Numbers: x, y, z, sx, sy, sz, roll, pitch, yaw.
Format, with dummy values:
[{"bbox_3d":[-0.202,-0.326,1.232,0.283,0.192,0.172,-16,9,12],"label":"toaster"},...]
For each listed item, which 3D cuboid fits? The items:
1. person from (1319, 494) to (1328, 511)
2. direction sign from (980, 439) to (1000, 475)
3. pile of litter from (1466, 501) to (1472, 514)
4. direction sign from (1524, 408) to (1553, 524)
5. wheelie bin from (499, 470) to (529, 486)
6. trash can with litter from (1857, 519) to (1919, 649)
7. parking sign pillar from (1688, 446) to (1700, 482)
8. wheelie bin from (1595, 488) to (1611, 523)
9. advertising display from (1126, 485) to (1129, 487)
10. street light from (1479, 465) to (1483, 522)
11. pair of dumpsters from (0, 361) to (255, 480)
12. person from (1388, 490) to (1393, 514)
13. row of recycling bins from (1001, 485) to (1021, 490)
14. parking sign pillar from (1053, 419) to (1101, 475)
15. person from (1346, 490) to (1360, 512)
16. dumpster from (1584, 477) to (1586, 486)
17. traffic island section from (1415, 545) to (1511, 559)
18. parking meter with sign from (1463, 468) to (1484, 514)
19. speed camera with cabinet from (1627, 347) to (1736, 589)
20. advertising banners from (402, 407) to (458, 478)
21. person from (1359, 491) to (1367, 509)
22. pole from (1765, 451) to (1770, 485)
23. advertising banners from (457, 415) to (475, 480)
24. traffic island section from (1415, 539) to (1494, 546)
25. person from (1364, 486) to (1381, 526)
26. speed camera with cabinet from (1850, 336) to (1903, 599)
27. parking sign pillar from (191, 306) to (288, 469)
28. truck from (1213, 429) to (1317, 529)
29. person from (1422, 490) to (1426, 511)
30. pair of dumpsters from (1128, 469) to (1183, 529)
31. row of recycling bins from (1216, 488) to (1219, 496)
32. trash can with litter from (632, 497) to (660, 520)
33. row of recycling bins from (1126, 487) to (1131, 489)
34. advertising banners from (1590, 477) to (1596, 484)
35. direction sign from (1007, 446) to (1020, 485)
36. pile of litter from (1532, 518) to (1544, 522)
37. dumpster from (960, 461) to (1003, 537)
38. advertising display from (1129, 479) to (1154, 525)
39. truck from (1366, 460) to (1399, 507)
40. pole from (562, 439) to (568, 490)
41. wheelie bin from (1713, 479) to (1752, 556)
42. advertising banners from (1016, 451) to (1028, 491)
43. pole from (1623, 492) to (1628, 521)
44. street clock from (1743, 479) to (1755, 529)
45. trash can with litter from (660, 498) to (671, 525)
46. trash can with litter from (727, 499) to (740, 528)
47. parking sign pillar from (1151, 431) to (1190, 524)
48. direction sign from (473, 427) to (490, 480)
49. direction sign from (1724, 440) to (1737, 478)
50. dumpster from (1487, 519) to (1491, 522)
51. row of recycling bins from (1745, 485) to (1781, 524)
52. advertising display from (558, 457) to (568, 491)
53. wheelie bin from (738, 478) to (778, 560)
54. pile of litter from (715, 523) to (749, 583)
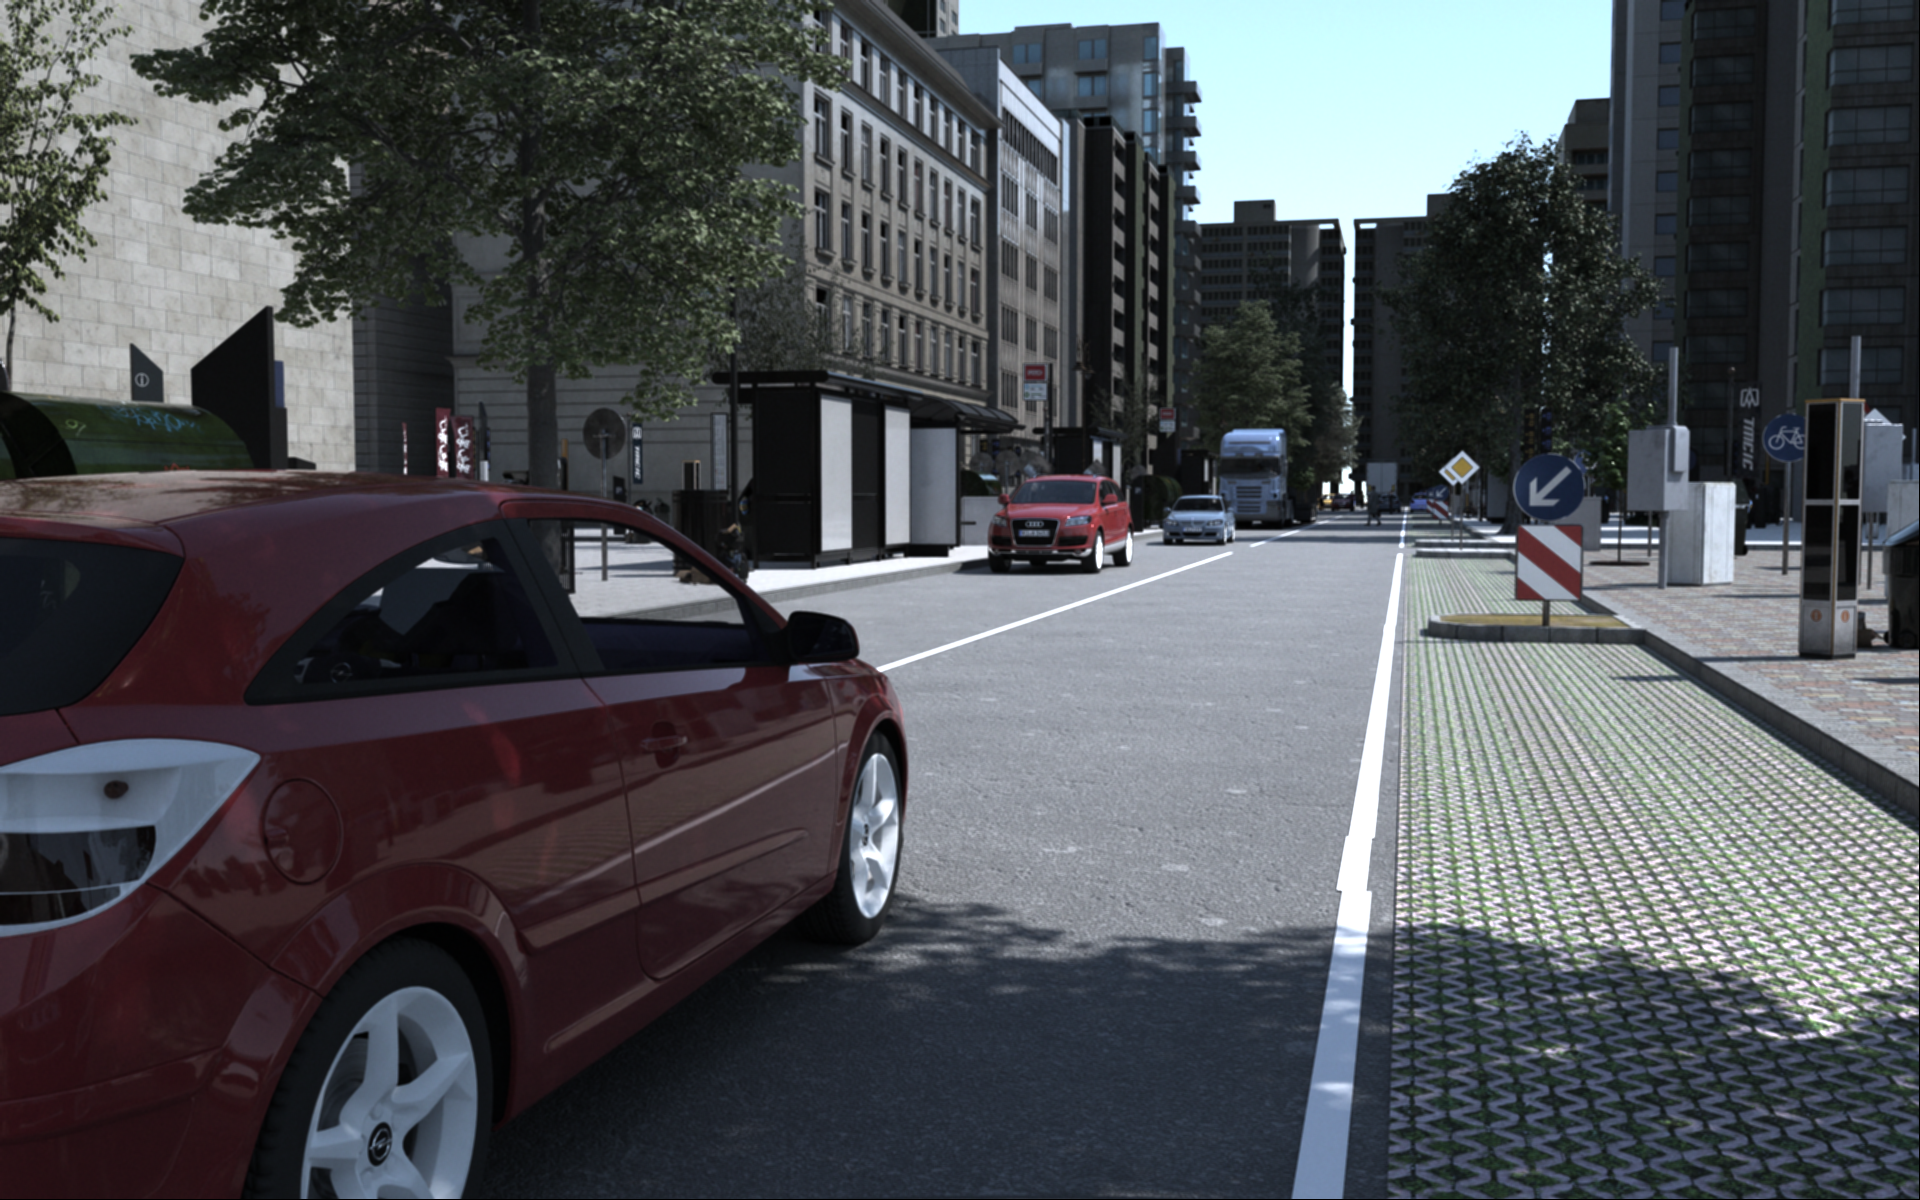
[{"bbox_3d":[30.714,-8.226,146.185,0.799,1.438,0.628,1,4,21],"label":"person"},{"bbox_3d":[1.225,-4.852,71.323,0.876,3.537,0.379,1,4,21],"label":"direction sign"},{"bbox_3d":[35.201,-6.287,116.760,1.719,0.858,1.176,-3,5,-39],"label":"pile of litter"},{"bbox_3d":[15.341,-3.304,46.024,0.379,3.537,0.876,-2,4,-34],"label":"direction sign"},{"bbox_3d":[-5.774,-0.904,22.690,0.980,1.594,0.693,3,5,43],"label":"wheelie bin"},{"bbox_3d":[7.764,-0.187,14.438,1.055,1.170,0.624,1,4,12],"label":"trash can with litter"},{"bbox_3d":[30.826,-5.226,73.915,1.447,3.967,1.447,0,4,4],"label":"parking sign pillar"},{"bbox_3d":[28.016,-4.154,75.818,0.693,1.594,0.980,-3,5,-40],"label":"wheelie bin"},{"bbox_3d":[11.841,-7.274,124.136,0.974,1.923,0.123,2,4,28],"label":"advertising display"},{"bbox_3d":[24.273,-6.589,80.522,0.468,5.910,1.993,1,4,14],"label":"street light"},{"bbox_3d":[-6.689,-0.551,11.510,1.574,2.255,4.437,1,4,14],"label":"pair of dumpsters"},{"bbox_3d":[30.609,-6.977,123.383,0.445,1.727,0.742,-2,4,-28],"label":"person"},{"bbox_3d":[2.515,-4.210,75.949,1.069,1.692,3.534,-1,4,-20],"label":"row of recycling bins"},{"bbox_3d":[4.354,-4.493,61.932,1.447,3.967,1.447,-1,4,-19],"label":"parking sign pillar"},{"bbox_3d":[31.146,-7.836,137.346,1.217,1.743,0.721,3,5,40],"label":"person"},{"bbox_3d":[23.663,-3.999,67.872,1.502,2.255,1.985,1,4,15],"label":"dumpster"},{"bbox_3d":[11.462,-1.058,39.572,2.009,0.180,2.903,1,4,14],"label":"traffic island section"},{"bbox_3d":[33.399,-7.181,113.676,1.738,3.016,0.543,0,4,-6],"label":"parking meter with sign"},{"bbox_3d":[10.025,-1.816,24.027,2.038,3.252,0.660,-3,5,-40],"label":"speed camera with cabinet"},{"bbox_3d":[-10.647,-2.324,34.192,0.090,3.025,2.074,1,4,19],"label":"advertising banners"},{"bbox_3d":[39.410,-9.793,169.336,1.217,1.735,0.721,-3,5,-41],"label":"person"},{"bbox_3d":[37.754,-5.331,81.000,0.158,3.312,0.155,0,3,0],"label":"pole"},{"bbox_3d":[-10.348,-2.606,38.790,2.074,3.025,0.090,-2,4,-27],"label":"advertising banners"},{"bbox_3d":[13.464,-1.530,47.303,2.009,0.180,2.903,1,4,14],"label":"traffic island section"},{"bbox_3d":[18.682,-4.268,78.384,0.767,1.812,0.694,3,5,44],"label":"person"},{"bbox_3d":[11.535,-1.639,21.138,0.660,3.252,2.038,-1,4,-12],"label":"speed camera with cabinet"},{"bbox_3d":[-10.477,-2.247,25.217,1.447,3.967,1.447,1,4,14],"label":"parking sign pillar"},{"bbox_3d":[13.927,-5.349,77.214,2.967,4.110,18.799,1,4,16],"label":"truck"},{"bbox_3d":[38.944,-8.302,144.760,0.750,1.759,0.617,0,4,5],"label":"person"},{"bbox_3d":[7.307,-3.812,64.825,1.574,2.255,4.437,1,4,15],"label":"pair of dumpsters"},{"bbox_3d":[16.830,-6.038,105.837,1.069,1.692,3.534,-2,4,-30],"label":"row of recycling bins"},{"bbox_3d":[-8.379,-2.041,44.756,0.624,1.170,1.055,-3,5,-41],"label":"trash can with litter"},{"bbox_3d":[9.712,-5.589,98.498,1.069,1.692,3.534,3,4,38],"label":"row of recycling bins"},{"bbox_3d":[34.535,-6.134,96.476,2.074,3.025,0.090,0,4,5],"label":"advertising banners"},{"bbox_3d":[2.562,-5.533,82.465,0.379,3.537,0.876,-3,5,-42],"label":"direction sign"},{"bbox_3d":[29.113,-4.429,86.379,1.176,0.858,1.719,1,4,15],"label":"pile of litter"},{"bbox_3d":[0.307,-2.947,50.681,1.502,2.255,1.985,1,4,14],"label":"dumpster"},{"bbox_3d":[7.642,-4.099,72.226,0.974,1.923,0.123,0,4,-8],"label":"advertising display"},{"bbox_3d":[35.688,-9.637,146.483,2.839,4.237,11.283,1,4,14],"label":"truck"},{"bbox_3d":[-14.685,-4.317,64.420,0.158,3.312,0.155,0,3,0],"label":"pole"},{"bbox_3d":[16.035,-1.735,36.279,0.980,1.594,0.693,0,4,-7],"label":"wheelie bin"},{"bbox_3d":[2.403,-4.548,70.543,0.090,3.025,2.074,-2,4,-27],"label":"advertising banners"},{"bbox_3d":[31.921,-5.455,83.036,0.158,3.312,0.155,0,3,0],"label":"pole"},{"bbox_3d":[28.951,-3.611,63.611,0.358,2.002,0.471,0,4,-2],"label":"street clock"},{"bbox_3d":[-10.206,-3.025,60.848,1.055,1.170,0.624,0,4,2],"label":"trash can with litter"},{"bbox_3d":[-7.357,-2.702,55.559,0.624,1.170,1.055,3,5,41],"label":"trash can with litter"},{"bbox_3d":[8.863,-5.243,74.202,1.447,3.967,1.447,-3,5,-41],"label":"parking sign pillar"},{"bbox_3d":[-16.291,-4.075,58.624,0.876,3.537,0.379,-3,5,-44],"label":"direction sign"},{"bbox_3d":[32.216,-4.915,72.355,0.876,3.537,0.379,-2,4,-28],"label":"direction sign"},{"bbox_3d":[25.248,-4.592,80.833,1.264,1.857,1.865,1,4,14],"label":"dumpster"},{"bbox_3d":[33.912,-4.176,75.390,3.534,1.692,1.069,0,4,-7],"label":"row of recycling bins"},{"bbox_3d":[-7.185,-1.552,30.586,0.123,1.923,0.974,-3,4,-37],"label":"advertising display"},{"bbox_3d":[-3.920,-1.579,33.722,0.693,1.594,0.980,1,4,16],"label":"wheelie bin"},{"bbox_3d":[-3.592,-0.684,25.146,1.176,0.858,1.719,1,4,12],"label":"pile of litter"}]
